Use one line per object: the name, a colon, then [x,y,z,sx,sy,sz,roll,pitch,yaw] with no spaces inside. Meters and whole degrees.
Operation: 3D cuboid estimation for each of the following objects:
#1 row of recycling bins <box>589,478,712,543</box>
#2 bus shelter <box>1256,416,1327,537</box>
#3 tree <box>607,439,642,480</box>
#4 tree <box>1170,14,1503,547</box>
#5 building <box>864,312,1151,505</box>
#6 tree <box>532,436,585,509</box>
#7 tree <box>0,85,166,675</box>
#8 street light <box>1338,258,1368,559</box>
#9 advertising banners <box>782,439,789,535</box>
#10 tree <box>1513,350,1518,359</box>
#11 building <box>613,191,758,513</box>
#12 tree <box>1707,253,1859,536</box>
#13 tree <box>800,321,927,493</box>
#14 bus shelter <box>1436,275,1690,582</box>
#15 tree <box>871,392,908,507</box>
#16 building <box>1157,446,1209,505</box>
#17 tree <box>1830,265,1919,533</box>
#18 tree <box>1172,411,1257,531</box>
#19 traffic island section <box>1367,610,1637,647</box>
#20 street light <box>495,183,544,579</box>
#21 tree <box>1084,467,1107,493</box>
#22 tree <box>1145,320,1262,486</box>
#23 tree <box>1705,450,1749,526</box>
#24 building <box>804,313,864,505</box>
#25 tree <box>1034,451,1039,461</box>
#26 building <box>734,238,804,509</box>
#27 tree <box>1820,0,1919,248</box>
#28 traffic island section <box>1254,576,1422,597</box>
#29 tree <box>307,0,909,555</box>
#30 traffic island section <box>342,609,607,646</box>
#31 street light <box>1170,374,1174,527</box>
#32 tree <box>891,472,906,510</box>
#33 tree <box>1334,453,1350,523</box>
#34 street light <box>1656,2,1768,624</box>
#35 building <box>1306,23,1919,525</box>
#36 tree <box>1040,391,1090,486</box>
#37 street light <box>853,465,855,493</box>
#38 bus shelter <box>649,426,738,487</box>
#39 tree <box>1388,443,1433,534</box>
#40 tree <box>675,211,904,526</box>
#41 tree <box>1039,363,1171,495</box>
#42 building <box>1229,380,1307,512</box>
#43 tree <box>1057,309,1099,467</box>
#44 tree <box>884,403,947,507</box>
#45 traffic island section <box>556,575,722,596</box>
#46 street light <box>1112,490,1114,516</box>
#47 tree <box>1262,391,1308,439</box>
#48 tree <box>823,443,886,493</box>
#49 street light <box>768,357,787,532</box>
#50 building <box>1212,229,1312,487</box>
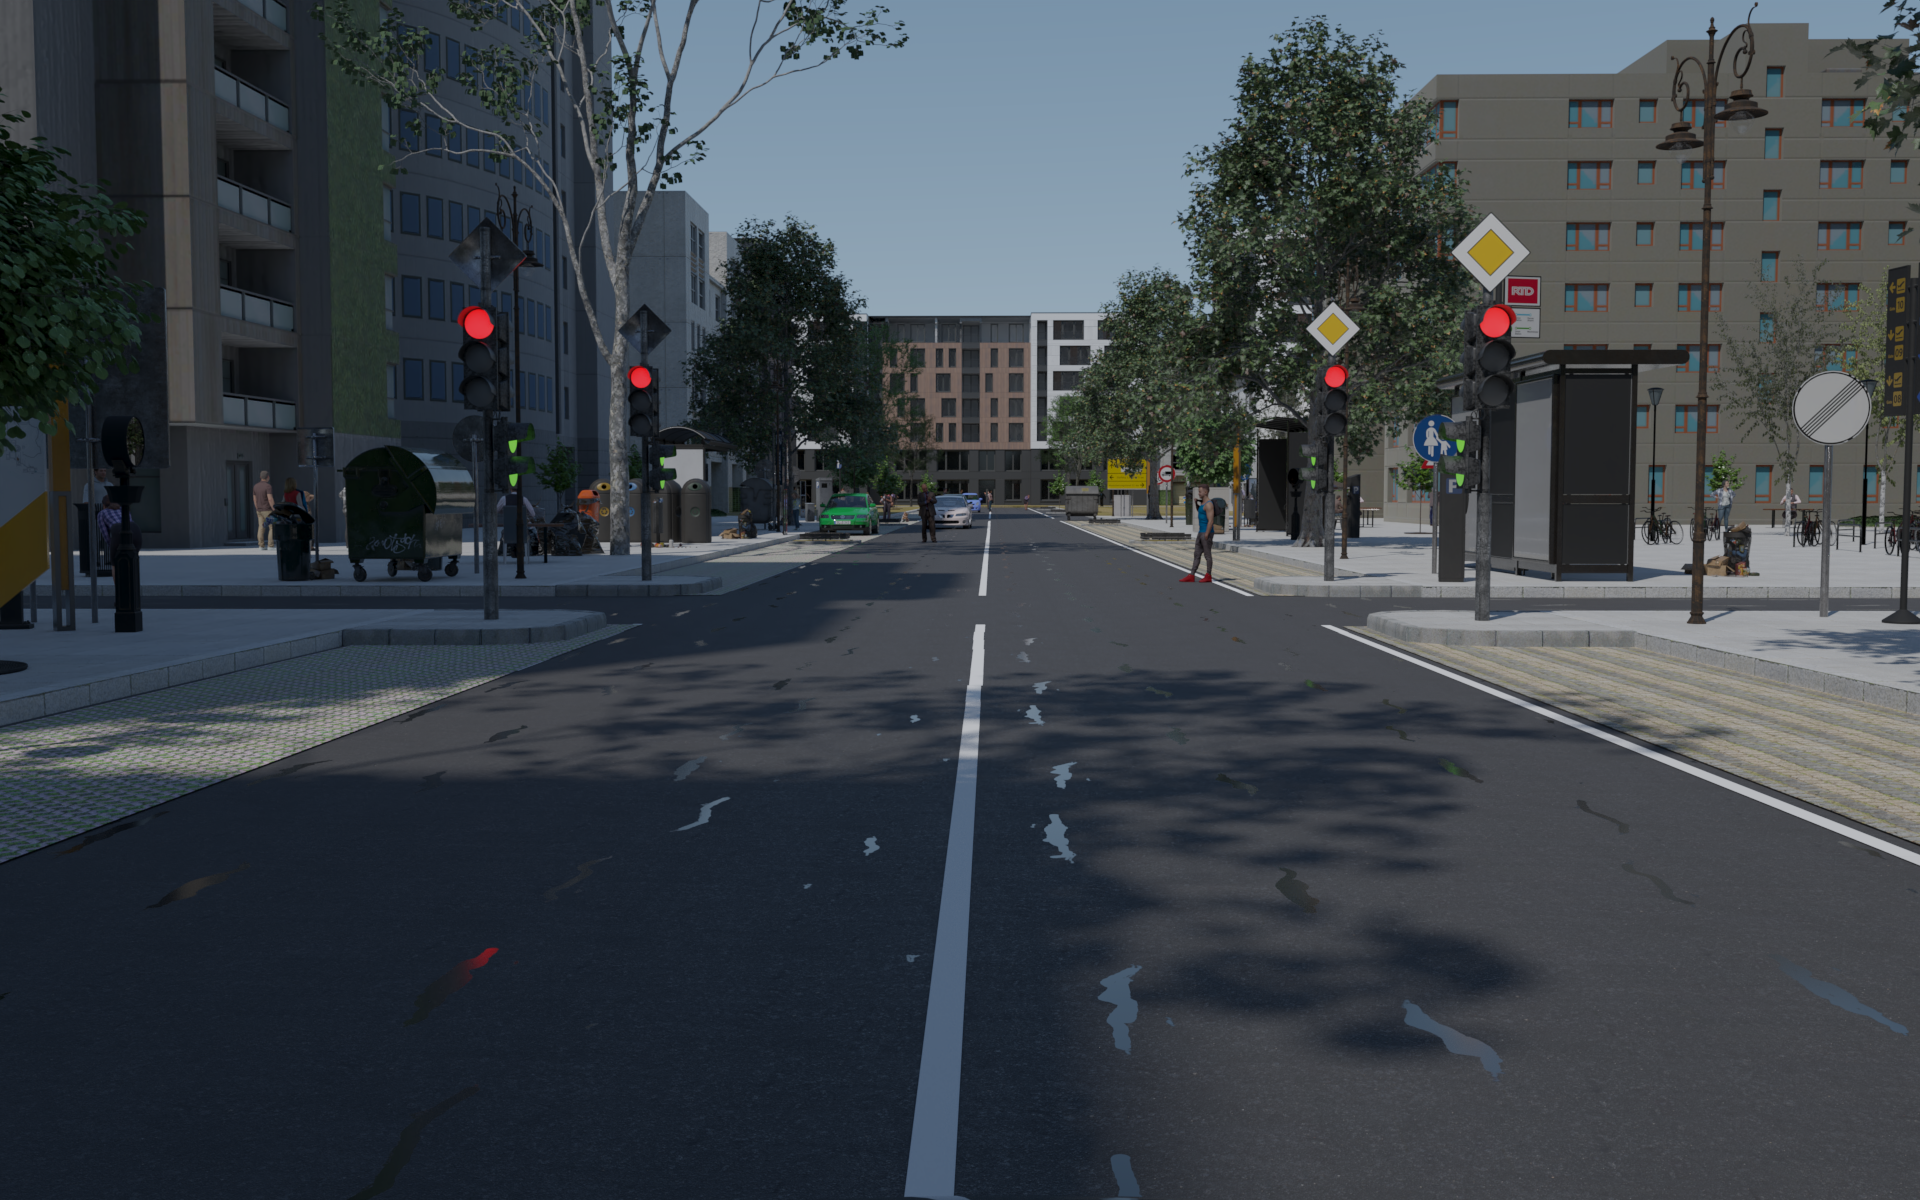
row of recycling bins: [-8.200,-2.366,45.804,3.534,1.692,1.069,1,4,17]
bus shelter: [10.436,-3.919,55.355,1.731,3.624,6.357,0,4,1]
tree: [-11.320,-4.049,60.795,1.663,3.219,1.824,0,3,0]
tree: [8.691,-7.629,41.743,9.611,12.733,9.660,0,3,0]
building: [6.068,-22.308,208.705,32.646,21.610,27.936,0,4,1]
tree: [-13.409,-3.849,57.531,1.663,3.219,1.824,0,3,0]
tree: [-7.556,-1.750,12.325,4.285,4.588,4.351,0,3,0]
street light: [7.595,-3.748,34.064,0.468,5.910,1.993,0,4,1]
advertising banners: [-5.521,-3.589,54.864,0.090,3.025,2.074,0,4,-1]
tree: [18.726,-6.933,63.721,4.360,8.622,3.978,0,3,0]
building: [-24.059,-15.330,117.098,16.747,18.905,31.486,0,4,1]
tree: [24.935,-6.244,52.456,4.360,8.622,3.978,0,3,0]
tree: [-5.852,-10.699,100.685,9.928,11.665,9.643,0,3,0]
bus shelter: [9.573,-3.167,29.407,2.179,5.291,8.768,0,4,1]
tree: [-5.325,-10.238,117.754,4.737,8.622,4.395,0,3,0]
building: [38.065,-20.617,203.547,31.486,18.905,16.747,0,4,1]
tree: [30.520,-6.499,56.623,4.737,8.622,4.395,0,3,0]
tree: [9.065,-4.744,61.281,4.285,4.588,4.351,0,3,0]
traffic island section: [5.317,0.289,17.564,2.009,0.180,2.903,0,4,1]
street light: [-6.675,-3.263,26.135,0.468,5.910,1.993,0,4,1]
tree: [9.400,-7.744,121.212,1.663,3.219,1.824,0,3,0]
tree: [9.730,-7.444,72.076,4.360,8.622,3.978,0,3,0]
tree: [30.423,-4.574,69.387,1.663,3.219,1.824,0,3,0]
building: [-26.558,-22.393,210.105,32.646,21.610,27.936,0,4,1]
tree: [11.180,-14.695,174.673,8.767,10.594,7.601,3,5,41]
building: [-31.835,-18.873,152.545,32.646,21.610,27.936,0,4,1]
tree: [8.219,-5.558,7.878,9.611,12.733,9.660,0,3,0]
traffic island section: [5.464,-0.200,25.548,2.009,0.180,2.903,0,4,1]
tree: [-7.134,-11.097,37.320,12.611,20.169,13.585,0,3,0]
traffic island section: [-4.822,0.277,17.755,2.009,0.180,2.903,0,4,1]
street light: [8.173,-5.743,66.692,0.468,5.910,1.993,0,4,1]
tree: [-5.660,-9.610,151.729,1.663,3.219,1.824,0,3,0]
tree: [16.642,-5.062,77.361,1.663,3.219,1.824,0,3,0]
street light: [7.290,-2.702,16.962,0.468,5.910,1.993,0,4,1]
building: [33.691,-14.727,85.818,27.650,21.520,28.899,0,4,1]
tree: [11.279,-14.588,164.273,9.928,11.665,9.643,0,3,0]
street light: [-5.551,-7.224,90.907,0.468,5.910,1.993,0,4,1]
bus shelter: [-8.369,-3.700,54.418,2.014,3.302,5.546,0,4,1]
tree: [14.904,-3.742,55.785,1.663,3.219,1.824,0,3,0]
tree: [-7.088,-9.381,70.389,9.611,12.733,9.660,0,3,0]
tree: [10.306,-10.487,105.867,8.767,10.594,7.601,1,4,20]
building: [24.791,-10.812,118.918,9.099,9.664,28.070,0,4,1]
tree: [9.577,-10.344,86.125,9.611,12.733,9.660,0,3,0]
tree: [-5.106,-14.710,174.916,8.767,10.594,7.601,1,4,22]
traffic island section: [-4.675,-0.211,25.739,2.009,0.180,2.903,0,4,1]
street light: [8.799,-7.741,99.348,0.468,5.910,1.993,0,4,1]
tree: [17.498,-8.690,92.443,4.360,8.622,3.978,0,3,0]
tree: [-5.813,-6.805,94.974,4.285,4.588,4.351,0,3,0]
street light: [-6.143,-5.238,58.430,0.468,5.910,1.993,0,4,1]
building: [35.343,-18.654,148.962,27.936,21.610,32.646,0,4,1]
